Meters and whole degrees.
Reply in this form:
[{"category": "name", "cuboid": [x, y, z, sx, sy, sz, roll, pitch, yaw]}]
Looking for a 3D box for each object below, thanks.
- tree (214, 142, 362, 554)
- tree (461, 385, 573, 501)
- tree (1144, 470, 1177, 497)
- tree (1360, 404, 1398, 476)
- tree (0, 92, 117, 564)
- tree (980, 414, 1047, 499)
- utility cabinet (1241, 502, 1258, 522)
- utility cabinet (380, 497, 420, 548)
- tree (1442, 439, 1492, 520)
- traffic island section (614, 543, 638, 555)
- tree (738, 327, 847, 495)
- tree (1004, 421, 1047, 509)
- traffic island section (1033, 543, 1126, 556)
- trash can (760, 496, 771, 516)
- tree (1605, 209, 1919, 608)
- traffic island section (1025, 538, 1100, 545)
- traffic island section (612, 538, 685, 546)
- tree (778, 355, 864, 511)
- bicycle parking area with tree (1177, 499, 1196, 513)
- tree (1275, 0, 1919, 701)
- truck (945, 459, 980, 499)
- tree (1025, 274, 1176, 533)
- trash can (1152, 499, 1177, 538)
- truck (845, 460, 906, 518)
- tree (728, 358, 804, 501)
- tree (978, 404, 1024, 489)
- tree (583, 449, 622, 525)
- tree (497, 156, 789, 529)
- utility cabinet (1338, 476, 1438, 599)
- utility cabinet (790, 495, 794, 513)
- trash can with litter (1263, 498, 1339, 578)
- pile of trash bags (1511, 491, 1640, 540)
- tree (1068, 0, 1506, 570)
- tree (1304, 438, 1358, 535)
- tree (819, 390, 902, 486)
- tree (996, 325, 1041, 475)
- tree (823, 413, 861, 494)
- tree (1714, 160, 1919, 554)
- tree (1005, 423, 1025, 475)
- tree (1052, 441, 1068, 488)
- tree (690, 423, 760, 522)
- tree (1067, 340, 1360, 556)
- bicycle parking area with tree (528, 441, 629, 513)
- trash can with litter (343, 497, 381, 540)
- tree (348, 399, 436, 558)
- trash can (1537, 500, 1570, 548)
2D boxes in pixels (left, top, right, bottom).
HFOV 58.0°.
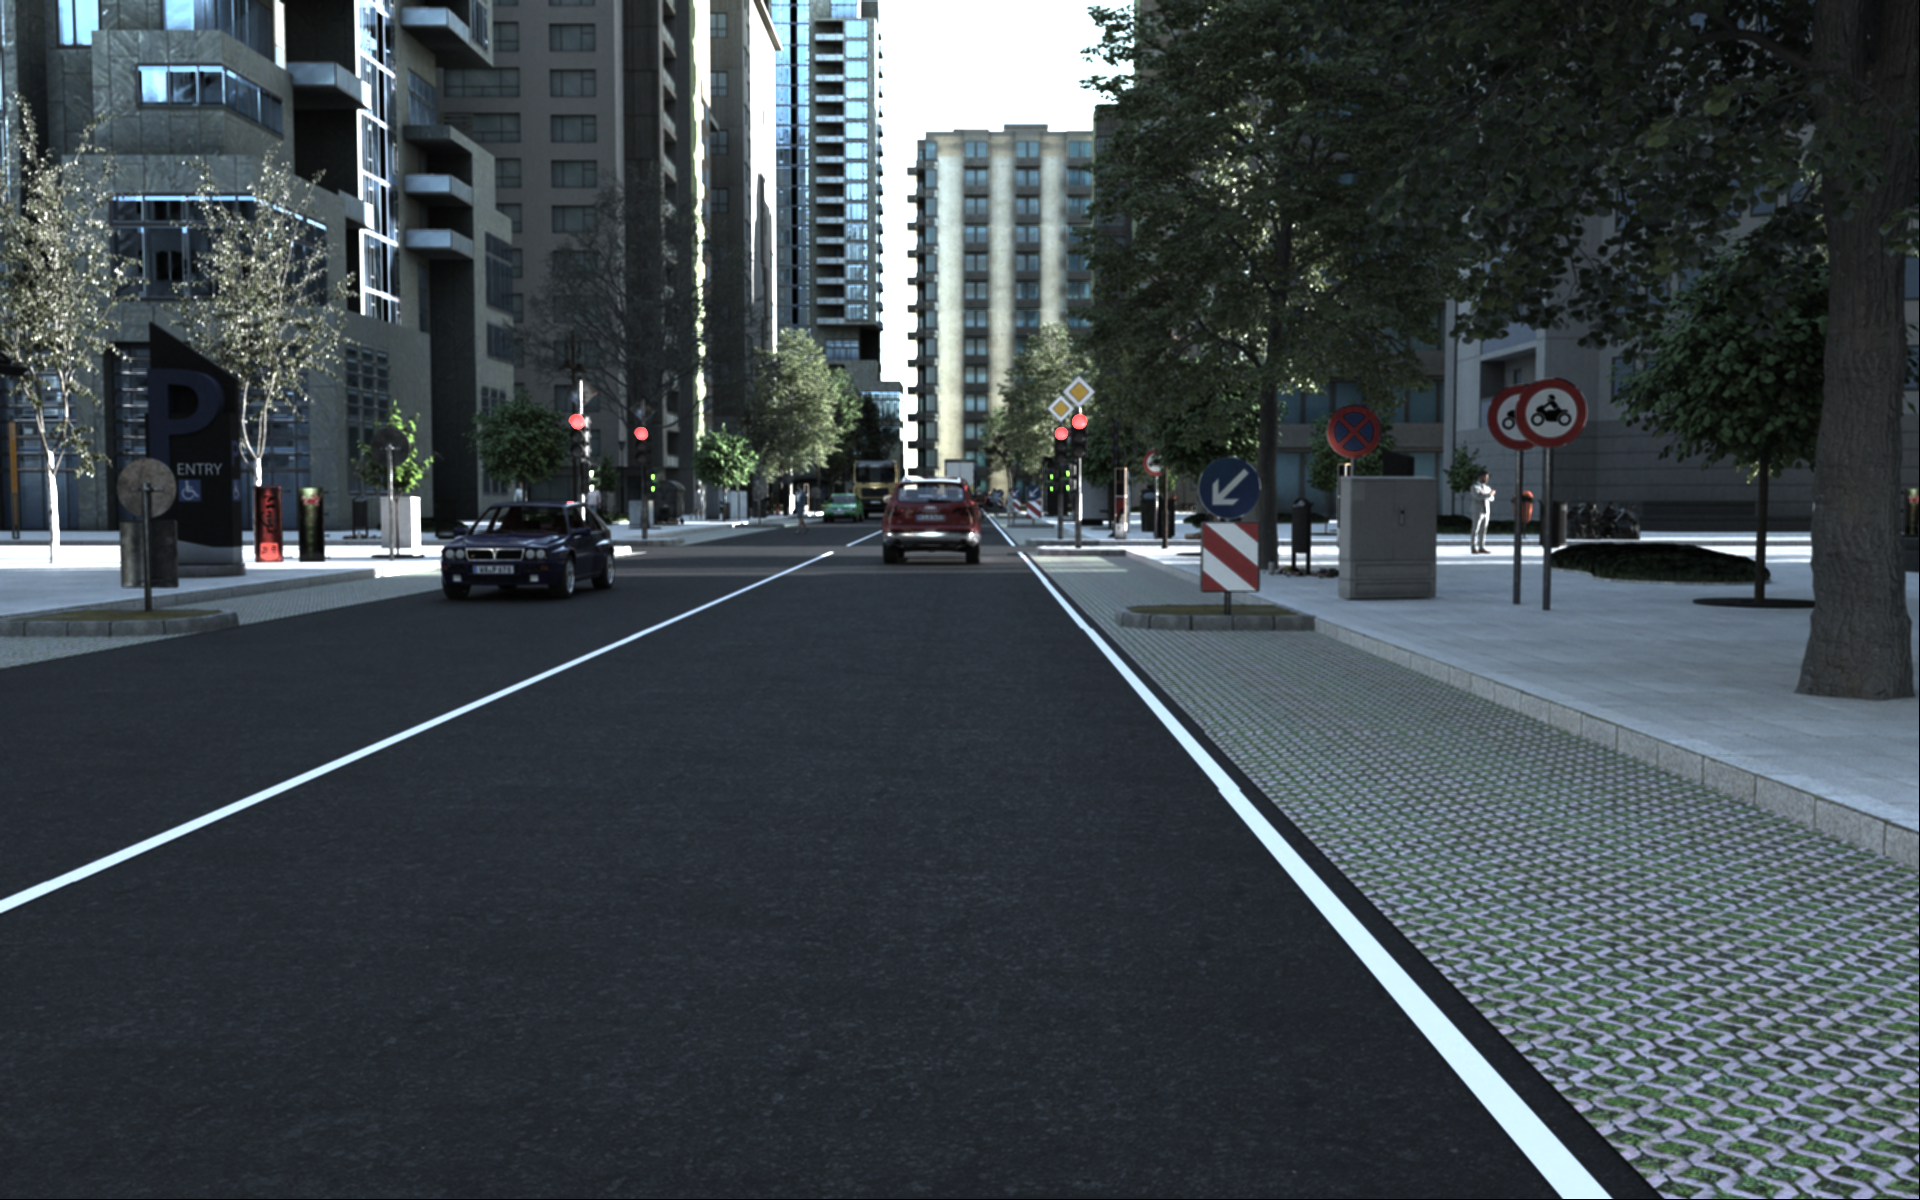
[{"category": "tree", "cuboid": [-14.995, -5.295, 36.938, 4.360, 8.622, 3.978, 0, 3, 0]}, {"category": "tree", "cuboid": [-13.321, -4.204, 52.455, 4.285, 4.588, 4.351, 0, 3, 0]}, {"category": "tree", "cuboid": [9.598, -5.369, 82.380, 1.663, 3.219, 1.824, 0, 3, 0]}, {"category": "tree", "cuboid": [13.504, -4.636, 59.515, 4.285, 4.588, 4.351, 0, 3, 0]}, {"category": "tree", "cuboid": [-16.615, -4.944, 31.202, 4.360, 8.622, 3.978, 0, 3, 0]}, {"category": "tree", "cuboid": [5.916, -15.572, 189.021, 8.767, 10.594, 7.601, -3, 4, -36]}, {"category": "utility cabinet", "cuboid": [5.252, -1.398, 31.535, 0.318, 1.500, 1.173, 1, 4, 9]}, {"category": "utility cabinet", "cuboid": [-13.326, -1.841, 41.257, 1.020, 1.237, 0.306, 2, 4, 29]}, {"category": "tree", "cuboid": [17.880, -4.094, 61.541, 1.663, 3.219, 1.824, 0, 3, 0]}, {"category": "traffic island section", "cuboid": [-9.011, -1.157, 41.199, 2.009, 0.180, 2.903, 0, 4, 0]}, {"category": "tree", "cuboid": [-11.271, -12.211, 117.775, 7.486, 12.596, 7.792, 0, 3, 0]}, {"category": "tree", "cuboid": [5.824, -11.925, 145.340, 4.360, 8.622, 3.978, 0, 3, 0]}, {"category": "traffic island section", "cuboid": [2.830, -1.153, 41.136, 2.009, 0.180, 2.903, 0, 4, 0]}, {"category": "trash can", "cuboid": [-11.561, -5.571, 102.736, 0.748, 1.137, 0.748, 0, 3, 0]}, {"category": "tree", "cuboid": [9.354, -2.217, 19.968, 4.285, 4.588, 4.351, 0, 3, 0]}, {"category": "traffic island section", "cuboid": [2.869, -1.642, 49.121, 2.009, 0.180, 2.903, 0, 4, 0]}, {"category": "traffic island section", "cuboid": [-8.972, -1.645, 49.184, 2.009, 0.180, 2.903, 0, 4, 0]}, {"category": "tree", "cuboid": [-10.744, -12.482, 129.840, 9.928, 11.665, 9.643, 0, 3, 0]}, {"category": "bicycle parking area with tree", "cuboid": [19.041, -8.064, 118.854, 9.016, 4.147, 8.231, 1, 4, 15]}, {"category": "tree", "cuboid": [5.853, -6.361, 10.656, 9.857, 13.997, 8.962, 0, 3, 0]}, {"category": "truck", "cuboid": [0.169, -9.563, 145.269, 2.839, 4.237, 11.283, 0, 4, 2]}, {"category": "tree", "cuboid": [5.397, -6.535, 57.211, 4.737, 8.622, 4.395, 0, 3, 0]}, {"category": "trash can", "cuboid": [5.934, -2.364, 50.308, 0.748, 1.137, 0.748, 0, 3, 0]}, {"category": "truck", "cuboid": [-4.926, -6.497, 102.143, 3.469, 3.379, 9.791, 0, 4, -2]}, {"category": "tree", "cuboid": [-10.806, -8.776, 93.858, 4.360, 8.622, 3.978, 0, 3, 0]}, {"category": "tree", "cuboid": [5.603, -16.742, 199.490, 9.928, 11.665, 9.643, 0, 3, 0]}, {"category": "tree", "cuboid": [-14.976, -4.820, 73.405, 1.663, 3.219, 1.824, 0, 3, 0]}, {"category": "tree", "cuboid": [-11.652, -9.370, 63.564, 12.009, 13.543, 11.850, 0, 3, 0]}, {"category": "utility cabinet", "cuboid": [5.234, -0.763, 21.160, 1.173, 1.500, 0.318, -1, 4, -16]}, {"category": "utility cabinet", "cuboid": [-11.551, -6.491, 117.294, 0.306, 1.237, 1.020, 1, 4, 20]}, {"category": "trash can with litter", "cuboid": [5.439, -0.986, 27.179, 1.678, 1.210, 2.233, -1, 4, -16]}, {"category": "pile of trash bags", "cuboid": [17.537, -2.433, 49.529, 3.447, 1.369, 1.912, 0, 4, 5]}, {"category": "tree", "cuboid": [5.642, -6.792, 29.180, 7.486, 12.596, 7.792, 0, 3, 0]}, {"category": "tree", "cuboid": [11.605, -3.645, 54.201, 1.663, 3.219, 1.824, 0, 3, 0]}, {"category": "tree", "cuboid": [-11.072, -16.478, 186.414, 9.611, 12.733, 9.660, 0, 3, 0]}, {"category": "tree", "cuboid": [5.878, -12.043, 115.023, 7.486, 12.596, 7.792, 0, 3, 0]}, {"category": "tree", "cuboid": [-11.322, -12.665, 157.429, 4.737, 8.622, 4.395, 0, 3, 0]}, {"category": "tree", "cuboid": [18.231, -5.296, 36.956, 4.737, 8.622, 4.395, 0, 3, 0]}, {"category": "tree", "cuboid": [5.885, -11.496, 138.324, 4.737, 8.622, 4.395, 0, 3, 0]}, {"category": "tree", "cuboid": [5.387, -4.846, 62.943, 4.285, 4.588, 4.351, 0, 3, 0]}, {"category": "tree", "cuboid": [-10.856, -5.862, 79.564, 4.285, 4.588, 4.351, 0, 3, 0]}, {"category": "tree", "cuboid": [5.206, -3.213, 36.253, 4.285, 4.588, 4.351, 0, 3, 0]}, {"category": "bicycle parking area with tree", "cuboid": [-20.929, -6.582, 94.619, 8.231, 4.147, 9.016, 1, 4, 18]}, {"category": "trash can with litter", "cuboid": [-16.848, -2.364, 49.712, 1.678, 1.210, 2.233, 2, 4, 26]}, {"category": "tree", "cuboid": [-11.311, -2.476, 35.089, 1.663, 3.219, 1.824, 0, 3, 0]}, {"category": "trash can", "cuboid": [14.177, -1.819, 41.401, 0.748, 1.137, 0.748, 0, 3, 0]}]
